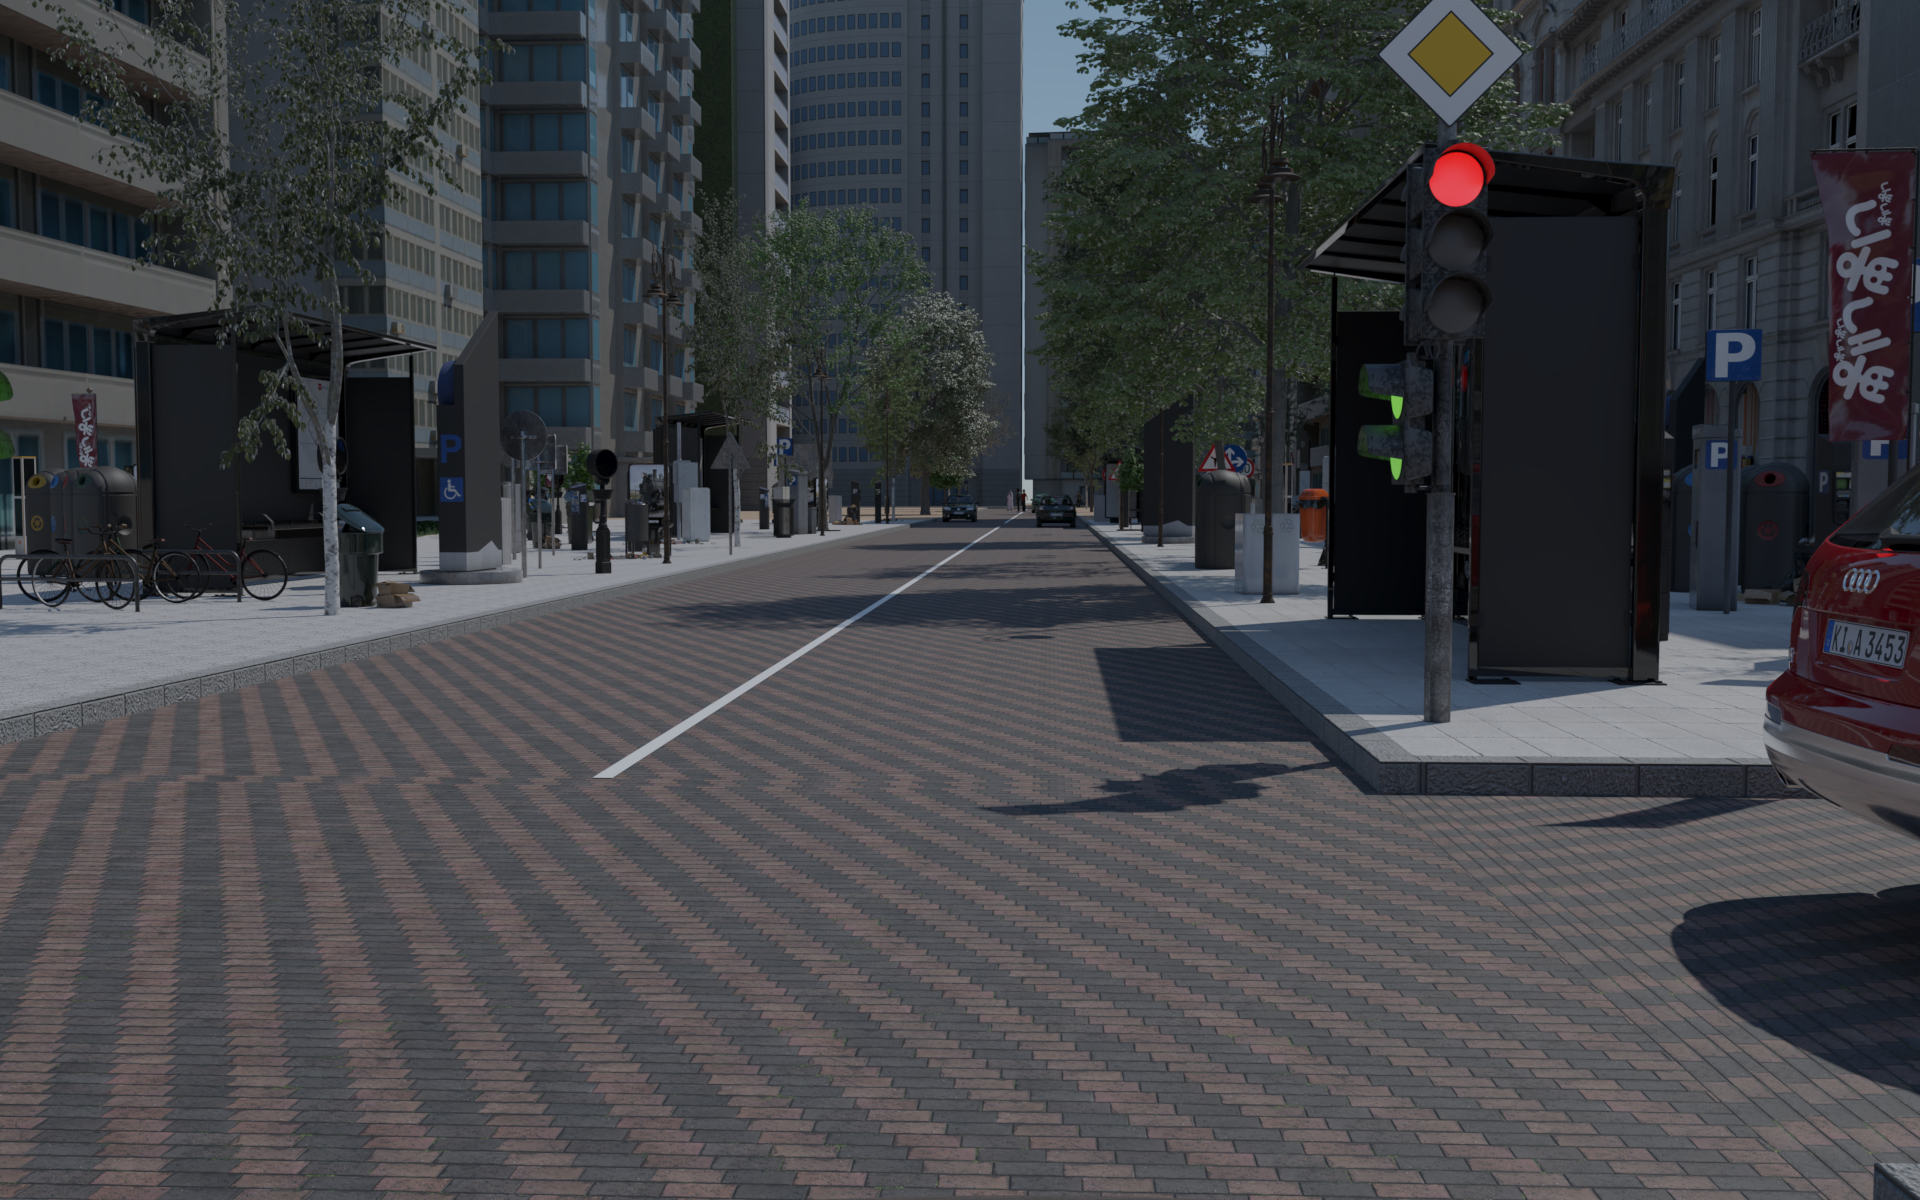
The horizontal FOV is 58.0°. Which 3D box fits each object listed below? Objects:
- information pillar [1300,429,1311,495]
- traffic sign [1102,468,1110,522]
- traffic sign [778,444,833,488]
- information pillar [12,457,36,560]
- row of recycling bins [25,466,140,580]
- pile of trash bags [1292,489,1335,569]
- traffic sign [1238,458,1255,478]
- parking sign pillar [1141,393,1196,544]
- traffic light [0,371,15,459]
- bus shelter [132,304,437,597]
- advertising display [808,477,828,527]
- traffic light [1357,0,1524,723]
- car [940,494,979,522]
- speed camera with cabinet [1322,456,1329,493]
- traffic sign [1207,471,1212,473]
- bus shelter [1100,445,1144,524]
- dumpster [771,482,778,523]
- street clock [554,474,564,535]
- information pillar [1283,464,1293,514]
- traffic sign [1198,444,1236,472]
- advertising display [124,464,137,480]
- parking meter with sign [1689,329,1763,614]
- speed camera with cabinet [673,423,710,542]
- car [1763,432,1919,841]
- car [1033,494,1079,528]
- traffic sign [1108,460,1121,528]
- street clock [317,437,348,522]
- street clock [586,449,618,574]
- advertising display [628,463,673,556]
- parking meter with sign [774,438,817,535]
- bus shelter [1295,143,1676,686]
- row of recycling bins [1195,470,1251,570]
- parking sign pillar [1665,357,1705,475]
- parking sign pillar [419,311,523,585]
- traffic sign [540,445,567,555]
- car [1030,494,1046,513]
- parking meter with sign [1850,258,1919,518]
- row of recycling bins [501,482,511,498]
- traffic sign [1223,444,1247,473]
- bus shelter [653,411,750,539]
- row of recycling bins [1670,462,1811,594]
[{"bbox_3d":[12.320,-4.316,61.918,0.183,3.616,0.504,-2,4,-29],"label":"information pillar"},{"bbox_3d":[6.795,-4.776,78.193,0.768,2.556,0.104,0,4,6],"label":"traffic sign"},{"bbox_3d":[-6.347,-4.712,70.911,2.265,3.308,0.079,0,4,4],"label":"traffic sign"},{"bbox_3d":[-18.365,-1.807,34.037,0.304,2.012,0.304,2,4,28],"label":"information pillar"},{"bbox_3d":[-13.516,-1.200,26.732,1.069,1.692,3.534,-3,5,-41],"label":"row of recycling bins"},{"bbox_3d":[7.186,-1.287,30.796,3.447,1.369,1.912,-3,5,-41],"label":"pile of trash bags"},{"bbox_3d":[9.794,-3.652,59.822,0.768,2.556,0.104,0,4,7],"label":"traffic sign"},{"bbox_3d":[5.457,-3.464,45.101,1.447,3.967,1.447,1,4,17],"label":"parking sign pillar"},{"bbox_3d":[-6.027,-1.295,10.097,0.839,4.253,0.868,0,4,3],"label":"traffic light"},{"bbox_3d":[-9.345,-2.040,24.644,1.731,3.624,6.357,0,4,3],"label":"bus shelter"},{"bbox_3d":[-5.693,-3.785,67.106,0.974,1.923,0.123,0,4,1],"label":"advertising display"},{"bbox_3d":[2.673,-1.268,9.658,0.839,4.253,0.868,0,4,3],"label":"traffic light"},{"bbox_3d":[0.002,-4.859,89.238,2.009,1.686,4.222,0,4,2],"label":"car"},{"bbox_3d":[9.361,-2.890,41.587,0.660,3.252,2.038,-1,4,-11],"label":"speed camera with cabinet"},{"bbox_3d":[10.228,-4.203,69.900,0.795,2.450,0.064,0,4,4],"label":"traffic sign"},{"bbox_3d":[7.064,-4.906,74.131,2.014,3.302,5.546,0,4,3],"label":"bus shelter"},{"bbox_3d":[-7.595,-4.300,76.068,1.264,1.857,1.865,0,4,3],"label":"dumpster"},{"bbox_3d":[-12.753,-3.082,54.957,0.358,2.002,0.471,1,4,9],"label":"street clock"},{"bbox_3d":[7.827,-2.286,41.872,0.304,2.012,0.304,3,4,38],"label":"information pillar"},{"bbox_3d":[6.052,-2.499,40.859,0.884,2.594,0.081,0,4,7],"label":"traffic sign"},{"bbox_3d":[-18.484,-2.062,38.926,0.974,1.923,0.123,3,5,39],"label":"advertising display"},{"bbox_3d":[8.411,-1.404,19.209,0.543,3.016,1.738,1,4,16],"label":"parking meter with sign"},{"bbox_3d":[-7.354,-3.248,47.442,0.660,3.252,2.038,-1,4,-21],"label":"speed camera with cabinet"},{"bbox_3d":[5.372,0.206,5.299,5.304,1.827,2.281,0,4,4],"label":"car"},{"bbox_3d":[4.184,-4.014,75.422,2.009,1.686,4.222,0,4,3],"label":"car"},{"bbox_3d":[6.058,-4.016,65.663,0.884,2.594,0.081,1,4,10],"label":"traffic sign"},{"bbox_3d":[-8.001,-1.074,22.125,0.358,2.002,0.471,0,4,0],"label":"street clock"},{"bbox_3d":[-5.762,-1.428,27.923,0.358,2.002,0.471,3,5,40],"label":"street clock"},{"bbox_3d":[-6.427,-1.883,35.999,0.974,1.923,0.123,1,4,16],"label":"advertising display"},{"bbox_3d":[-5.127,-3.586,54.892,0.543,3.016,1.738,2,4,23],"label":"parking meter with sign"},{"bbox_3d":[4.123,-1.432,14.690,1.731,3.624,6.357,0,4,3],"label":"bus shelter"},{"bbox_3d":[4.722,-1.466,31.082,1.069,1.692,3.534,1,4,9],"label":"row of recycling bins"},{"bbox_3d":[14.062,-2.776,33.862,1.447,3.967,1.447,-3,5,-44],"label":"parking sign pillar"},{"bbox_3d":[-7.086,-2.234,25.002,1.447,3.967,1.447,0,4,7],"label":"parking sign pillar"},{"bbox_3d":[-8.479,-2.077,36.082,0.606,2.300,0.079,0,4,4],"label":"traffic sign"},{"bbox_3d":[6.336,-7.269,130.654,2.131,1.459,4.920,0,4,4],"label":"car"},{"bbox_3d":[7.314,-1.066,13.683,0.543,3.016,1.738,2,4,25],"label":"parking meter with sign"},{"bbox_3d":[-15.903,-3.125,58.203,3.534,1.692,1.069,3,5,44],"label":"row of recycling bins"},{"bbox_3d":[6.960,-2.707,44.357,0.768,2.556,0.104,0,4,7],"label":"traffic sign"},{"bbox_3d":[-7.665,-3.709,51.931,1.731,3.624,6.357,0,4,3],"label":"bus shelter"},{"bbox_3d":[10.065,-0.940,22.487,3.534,1.692,1.069,2,4,29],"label":"row of recycling bins"}]
